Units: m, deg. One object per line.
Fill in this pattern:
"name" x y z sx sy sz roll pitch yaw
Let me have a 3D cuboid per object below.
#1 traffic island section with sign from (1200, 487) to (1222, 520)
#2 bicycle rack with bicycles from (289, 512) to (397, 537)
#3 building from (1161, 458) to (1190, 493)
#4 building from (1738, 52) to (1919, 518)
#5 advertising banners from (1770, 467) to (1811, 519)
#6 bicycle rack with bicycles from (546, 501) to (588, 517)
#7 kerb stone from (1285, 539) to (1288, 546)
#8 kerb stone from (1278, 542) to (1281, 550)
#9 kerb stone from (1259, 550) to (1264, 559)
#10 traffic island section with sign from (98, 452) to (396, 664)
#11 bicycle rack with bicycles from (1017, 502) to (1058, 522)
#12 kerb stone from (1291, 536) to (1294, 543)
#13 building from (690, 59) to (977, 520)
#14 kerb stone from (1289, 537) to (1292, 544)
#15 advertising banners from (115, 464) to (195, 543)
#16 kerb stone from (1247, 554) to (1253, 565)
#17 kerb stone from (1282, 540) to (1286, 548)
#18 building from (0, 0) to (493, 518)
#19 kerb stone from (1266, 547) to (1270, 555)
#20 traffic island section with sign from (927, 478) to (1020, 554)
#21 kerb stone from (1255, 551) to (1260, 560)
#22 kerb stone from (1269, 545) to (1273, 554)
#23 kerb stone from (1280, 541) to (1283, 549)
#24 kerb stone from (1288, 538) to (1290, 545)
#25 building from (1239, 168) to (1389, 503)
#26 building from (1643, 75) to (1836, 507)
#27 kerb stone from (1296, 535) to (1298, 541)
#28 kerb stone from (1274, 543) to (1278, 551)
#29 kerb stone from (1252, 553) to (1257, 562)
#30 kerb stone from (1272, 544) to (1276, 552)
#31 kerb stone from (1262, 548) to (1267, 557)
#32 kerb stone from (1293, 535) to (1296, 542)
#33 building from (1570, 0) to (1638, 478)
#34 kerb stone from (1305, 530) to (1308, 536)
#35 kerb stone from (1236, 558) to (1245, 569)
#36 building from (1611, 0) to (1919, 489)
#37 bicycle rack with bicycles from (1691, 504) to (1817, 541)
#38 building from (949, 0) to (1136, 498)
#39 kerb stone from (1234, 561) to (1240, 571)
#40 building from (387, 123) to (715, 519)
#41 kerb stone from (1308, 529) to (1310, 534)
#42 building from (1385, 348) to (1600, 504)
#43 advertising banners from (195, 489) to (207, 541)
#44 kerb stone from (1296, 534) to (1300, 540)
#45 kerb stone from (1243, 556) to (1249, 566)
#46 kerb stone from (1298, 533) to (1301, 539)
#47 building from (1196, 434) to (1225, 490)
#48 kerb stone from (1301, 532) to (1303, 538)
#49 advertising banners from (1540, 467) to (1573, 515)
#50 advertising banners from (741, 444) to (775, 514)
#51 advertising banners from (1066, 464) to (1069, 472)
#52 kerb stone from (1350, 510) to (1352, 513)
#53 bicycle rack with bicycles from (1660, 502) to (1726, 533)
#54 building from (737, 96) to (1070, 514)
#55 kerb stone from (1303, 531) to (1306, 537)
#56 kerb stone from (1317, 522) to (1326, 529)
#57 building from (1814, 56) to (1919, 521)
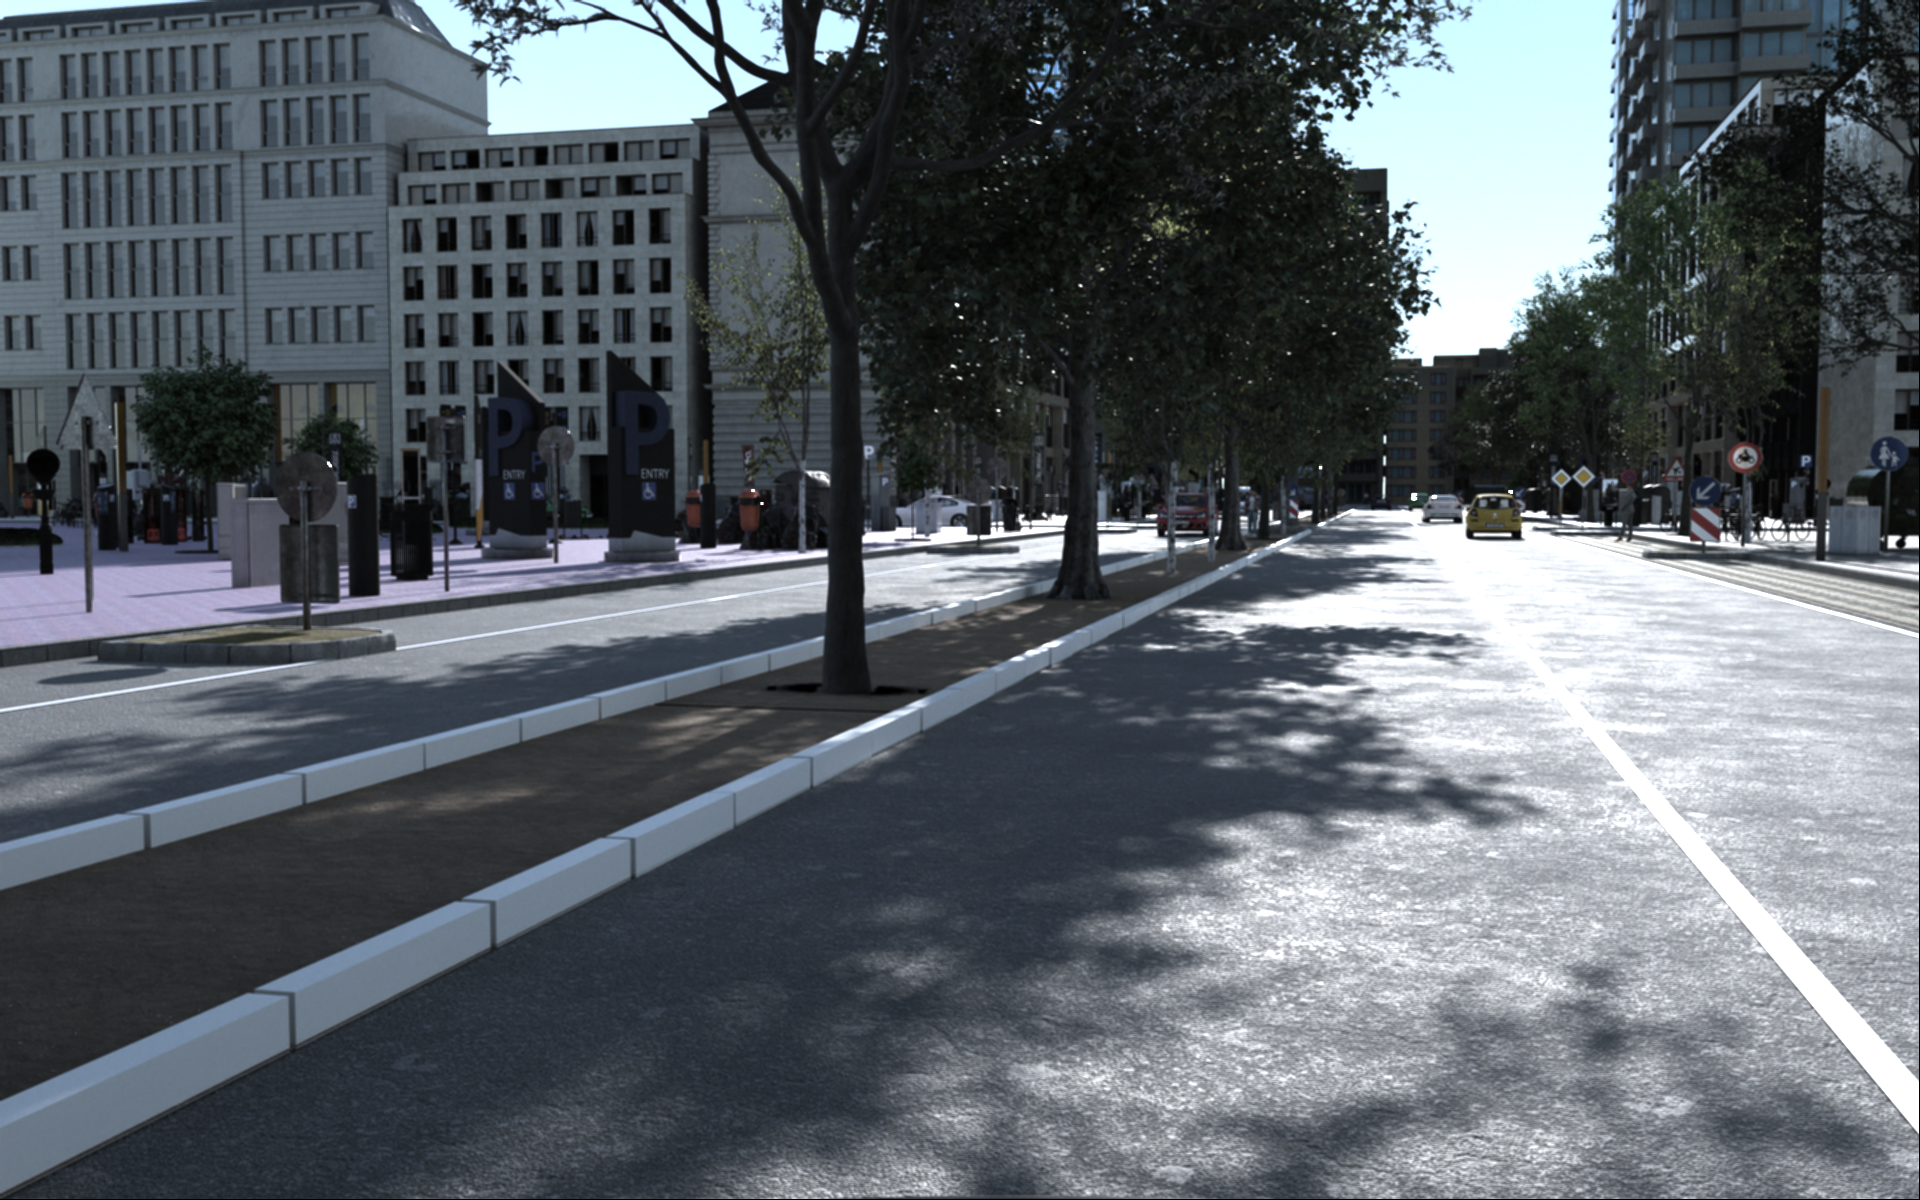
"traffic island section with sign" 13.602 -5.327 95.730 1.989 1.847 2.006 1 4 14
"bicycle rack with bicycles" -18.269 -2.267 50.443 2.925 0.926 2.852 0 4 4
"building" 10.896 -21.741 200.507 28.899 21.520 27.650 1 4 14
"building" 51.033 -16.214 94.782 12.332 23.373 15.834 1 4 14
"advertising banners" 42.272 -5.618 88.038 2.074 3.025 0.090 0 4 3
"bicycle rack with bicycles" -20.110 -4.534 87.521 2.852 0.926 2.925 0 4 5
"kerb stone" 8.703 -1.503 46.771 0.120 0.150 1.000 1 4 14
"kerb stone" 7.952 -1.321 43.788 0.120 0.150 1.000 1 4 14
"kerb stone" 6.483 -0.950 37.807 0.120 0.150 1.000 1 4 14
"traffic island section with sign" -6.237 -0.426 15.594 1.989 1.847 2.006 1 4 14
"bicycle rack with bicycles" 3.398 -4.008 78.905 2.852 0.926 2.925 0 4 4
"kerb stone" 9.444 -1.678 49.752 0.120 0.150 1.000 1 4 14
"building" -5.802 -16.319 95.700 11.050 23.489 19.941 1 4 14
"kerb stone" 9.197 -1.621 48.760 0.120 0.150 1.000 1 4 14
"advertising banners" -21.101 -2.996 45.165 2.074 3.025 0.090 0 4 1
"kerb stone" 5.749 -0.772 34.825 0.120 0.150 1.000 1 4 14
"kerb stone" 8.453 -1.442 45.778 0.120 0.150 1.000 1 4 14
"building" -43.401 -19.765 100.646 29.804 29.767 11.434 1 4 14
"kerb stone" 6.980 -1.077 39.809 0.120 0.150 1.000 1 4 14
"traffic island section with sign" 0.391 -2.061 42.320 1.989 1.847 2.006 1 4 14
"kerb stone" 6.232 -0.894 36.815 0.120 0.150 1.000 1 4 14
"kerb stone" 7.227 -1.138 40.800 0.120 0.150 1.000 1 4 14
"kerb stone" 8.208 -1.376 44.786 0.120 0.150 1.000 1 4 14
"kerb stone" 8.951 -1.564 47.768 0.120 0.150 1.000 1 4 14
"building" 49.766 -38.099 246.625 21.600 48.544 21.300 1 4 14
"building" 59.568 -19.190 118.279 19.350 26.468 34.151 1 4 14
"kerb stone" 9.931 -1.807 51.758 0.120 0.150 1.000 1 4 14
"kerb stone" 7.712 -1.258 42.795 0.120 0.150 1.000 1 4 14
"kerb stone" 5.992 -0.831 35.821 0.120 0.150 1.000 1 4 14
"kerb stone" 7.461 -1.198 41.795 0.120 0.150 1.000 1 4 14
"kerb stone" 6.728 -1.016 38.815 0.120 0.150 1.000 1 4 14
"kerb stone" 9.687 -1.747 50.754 0.120 0.150 1.000 1 4 14
"building" 77.156 -53.125 181.267 22.319 86.520 31.000 1 4 14
"kerb stone" 11.414 -2.173 57.727 0.120 0.150 1.000 1 4 14
"kerb stone" 5.251 -0.651 32.839 0.120 0.150 1.000 1 4 14
"building" 70.458 -32.573 152.180 23.786 49.044 30.456 1 4 14
"bicycle rack with bicycles" 22.447 -2.132 48.240 2.925 0.926 2.852 -3 4 -36
"building" 6.015 -52.063 163.902 22.319 86.520 31.000 1 4 14
"kerb stone" 5.000 -0.584 31.837 0.120 0.150 1.000 1 4 14
"building" -20.764 -14.678 94.736 16.860 20.320 10.420 1 4 14
"kerb stone" 11.900 -2.291 59.713 0.120 0.150 1.000 1 4 14
"building" 75.057 -24.435 244.550 28.899 21.520 27.650 1 4 14
"advertising banners" -20.940 -3.077 46.503 0.090 3.025 2.074 1 4 12
"kerb stone" 10.177 -1.868 52.750 0.120 0.150 1.000 1 4 14
"kerb stone" 5.491 -0.710 33.833 0.120 0.150 1.000 1 4 14
"kerb stone" 10.427 -1.928 53.744 0.120 0.150 1.000 1 4 14
"building" 23.970 -38.808 254.126 30.456 49.044 23.786 1 4 14
"kerb stone" 10.672 -1.991 54.747 0.120 0.150 1.000 1 4 14
"advertising banners" 37.284 -6.858 108.312 2.074 3.025 0.090 0 4 -1
"advertising banners" -6.906 -4.013 61.796 2.074 3.025 0.090 -3 4 -38
"advertising banners" 6.142 -5.506 86.215 2.074 3.025 0.090 2 4 35
"kerb stone" 27.312 -6.100 121.924 0.120 0.150 1.000 1 4 14
"bicycle rack with bicycles" 24.557 -2.620 56.213 2.852 0.926 2.925 -1 4 -9
"building" -3.102 -19.513 123.550 19.350 26.468 34.151 1 4 14
"kerb stone" 11.159 -2.110 56.738 0.120 0.150 1.000 1 4 14
"kerb stone" 15.479 -3.178 74.154 0.120 0.150 1.000 1 4 14
"building" 48.922 -13.626 77.541 16.860 20.320 10.420 1 4 14
